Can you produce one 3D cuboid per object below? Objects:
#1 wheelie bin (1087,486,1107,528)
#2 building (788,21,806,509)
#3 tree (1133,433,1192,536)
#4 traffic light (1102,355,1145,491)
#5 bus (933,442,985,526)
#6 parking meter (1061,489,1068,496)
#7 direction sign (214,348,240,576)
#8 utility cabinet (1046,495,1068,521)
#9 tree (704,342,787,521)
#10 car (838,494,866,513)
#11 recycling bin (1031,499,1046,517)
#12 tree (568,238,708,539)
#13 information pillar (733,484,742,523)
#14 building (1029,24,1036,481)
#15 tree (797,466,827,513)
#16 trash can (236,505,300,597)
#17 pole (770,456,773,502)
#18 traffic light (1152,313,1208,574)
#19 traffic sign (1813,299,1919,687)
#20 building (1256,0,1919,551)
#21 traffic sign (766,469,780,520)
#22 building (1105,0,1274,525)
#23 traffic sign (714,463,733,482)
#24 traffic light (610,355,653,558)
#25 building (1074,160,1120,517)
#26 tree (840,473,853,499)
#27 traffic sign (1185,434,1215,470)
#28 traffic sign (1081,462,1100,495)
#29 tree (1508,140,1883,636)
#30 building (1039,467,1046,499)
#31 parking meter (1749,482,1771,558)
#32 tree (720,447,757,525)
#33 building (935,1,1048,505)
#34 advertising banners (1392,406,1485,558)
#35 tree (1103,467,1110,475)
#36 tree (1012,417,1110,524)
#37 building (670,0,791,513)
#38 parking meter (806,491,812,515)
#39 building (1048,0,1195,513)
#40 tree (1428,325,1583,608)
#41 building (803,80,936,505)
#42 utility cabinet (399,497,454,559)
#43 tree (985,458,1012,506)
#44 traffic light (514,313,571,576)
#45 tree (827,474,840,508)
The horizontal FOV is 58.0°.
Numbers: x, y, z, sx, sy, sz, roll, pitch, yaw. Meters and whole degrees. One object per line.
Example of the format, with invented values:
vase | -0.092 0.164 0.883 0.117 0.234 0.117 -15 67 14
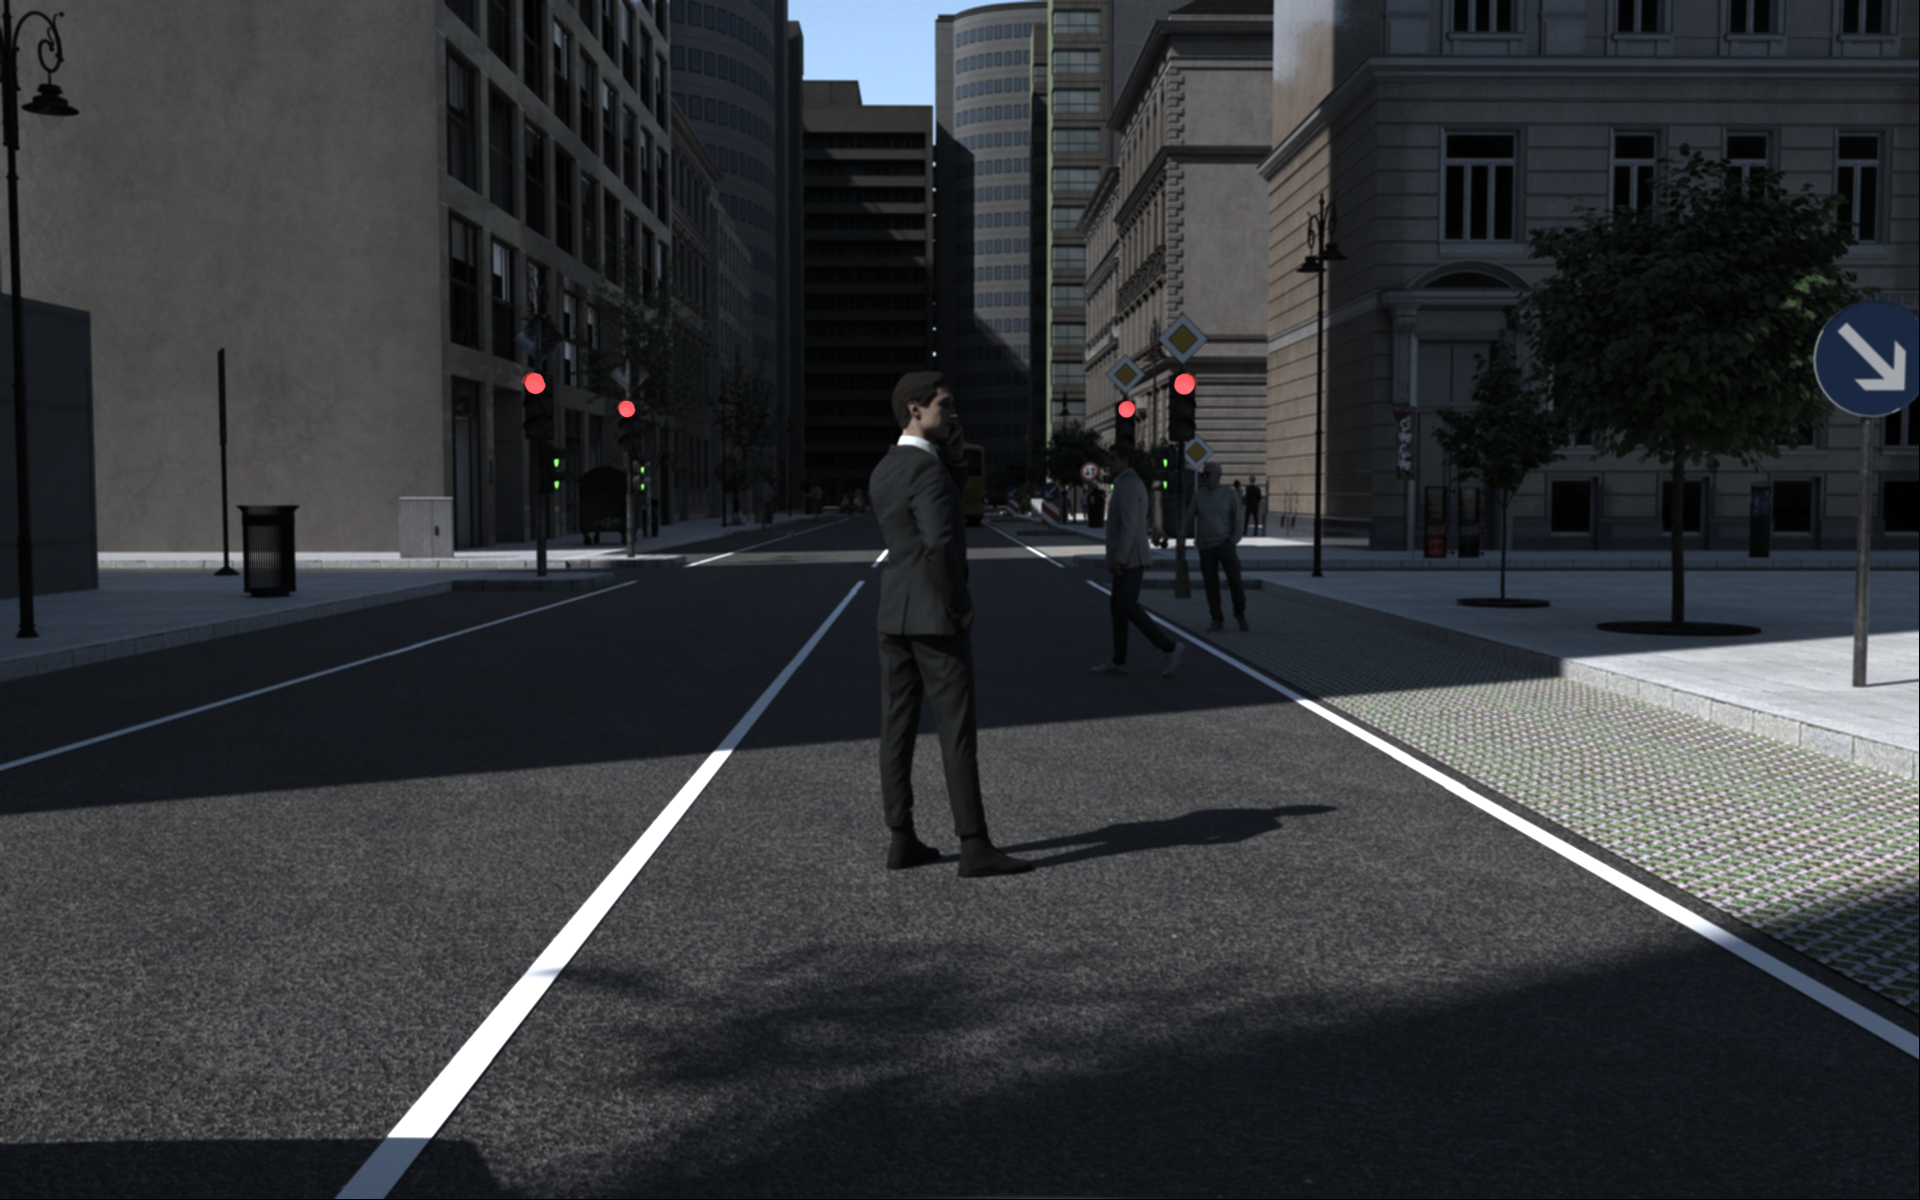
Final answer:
wheelie bin | 5.212 -3.546 65.886 0.693 1.594 0.980 1 4 12
building | -20.567 -28.235 145.236 14.154 41.232 14.086 0 4 -1
tree | 6.132 -3.580 53.127 1.663 3.219 1.824 0 3 0
traffic light | 3.322 -2.824 35.087 0.839 4.253 0.868 0 4 -1
bus | -0.278 -5.459 80.806 2.896 3.916 12.252 0 4 -1
parking meter | 5.140 -4.700 85.249 0.372 1.533 0.369 0 3 0
direction sign | -11.611 -2.160 27.315 0.379 3.537 0.876 -2 4 -27
utility cabinet | 4.618 -4.361 82.459 1.020 1.237 0.306 1 4 23
tree | -10.156 -8.118 83.092 4.360 8.622 3.978 0 3 0
car | -8.005 -7.268 129.053 2.015 1.641 3.980 0 4 1
recycling bin | 4.433 -5.172 97.120 0.722 1.027 0.722 1 4 22
tree | -9.003 -6.065 49.520 4.737 8.622 4.395 0 3 0
information pillar | -9.761 -4.373 75.993 0.304 2.012 0.304 1 4 14
building | 13.147 -28.834 155.032 14.154 41.232 14.086 0 4 -1
tree | -11.257 -8.296 130.243 1.663 3.219 1.824 0 3 0
trash can | -8.650 -0.614 21.685 0.748 1.137 0.748 0 3 0
pole | -10.031 -6.018 92.229 0.158 3.312 0.155 0 3 0
traffic light | 3.448 -2.335 27.103 0.839 4.253 0.868 0 4 -1
traffic sign | 5.989 -0.694 11.457 0.768 2.556 0.104 0 4 3
building | 18.848 -15.819 44.541 20.117 28.700 13.634 0 4 -1
traffic sign | -9.448 -5.330 87.259 0.768 2.556 0.104 0 4 2
building | 13.118 -15.321 79.371 11.050 23.489 19.941 0 4 -1
traffic sign | -9.606 -4.301 70.432 0.768 2.556 0.104 0 4 3
traffic light | -6.637 -2.813 34.916 0.839 4.253 0.868 0 4 -1
building | 13.199 -16.136 99.974 11.583 22.565 21.152 0 4 -1
tree | -10.918 -10.067 159.202 1.663 3.219 1.824 0 3 0
traffic sign | 5.200 -2.341 38.001 0.795 2.593 0.064 0 4 2
traffic sign | 5.153 -4.185 68.529 0.768 2.556 0.104 0 4 3
tree | 6.851 -1.989 16.240 4.285 4.588 4.351 0 3 0
building | 17.313 -44.859 171.689 20.563 71.187 20.611 0 4 -1
parking meter | 16.210 -1.631 35.082 0.372 1.533 0.369 0 3 0
tree | -9.461 -4.711 71.629 1.663 3.219 1.824 0 3 0
building | 11.199 -40.657 206.735 28.212 58.520 21.231 0 4 -1
advertising banners | 9.570 -2.355 34.691 2.074 3.025 0.090 -1 4 -14
tree | 5.845 -3.779 56.391 1.663 3.219 1.824 0 3 0
tree | 4.956 -5.538 74.266 4.285 4.588 4.351 0 3 0
building | -23.894 -35.569 123.544 21.231 58.520 28.212 0 4 -1
parking meter | -9.424 -6.089 107.963 0.372 1.533 0.369 0 3 0
building | 12.952 -26.704 120.200 14.154 41.232 14.086 0 4 -1
tree | 6.174 -1.555 20.023 1.663 3.219 1.824 0 3 0
building | -13.708 -35.668 206.869 21.600 48.544 21.300 0 4 -1
utility cabinet | -10.659 -1.435 34.618 1.020 1.237 0.306 -1 4 -14
tree | 4.702 -9.745 143.051 4.285 4.588 4.351 0 3 0
traffic light | -6.512 -2.325 26.932 0.839 4.253 0.868 0 4 -1
tree | -11.395 -9.285 146.405 1.663 3.219 1.824 0 3 0
